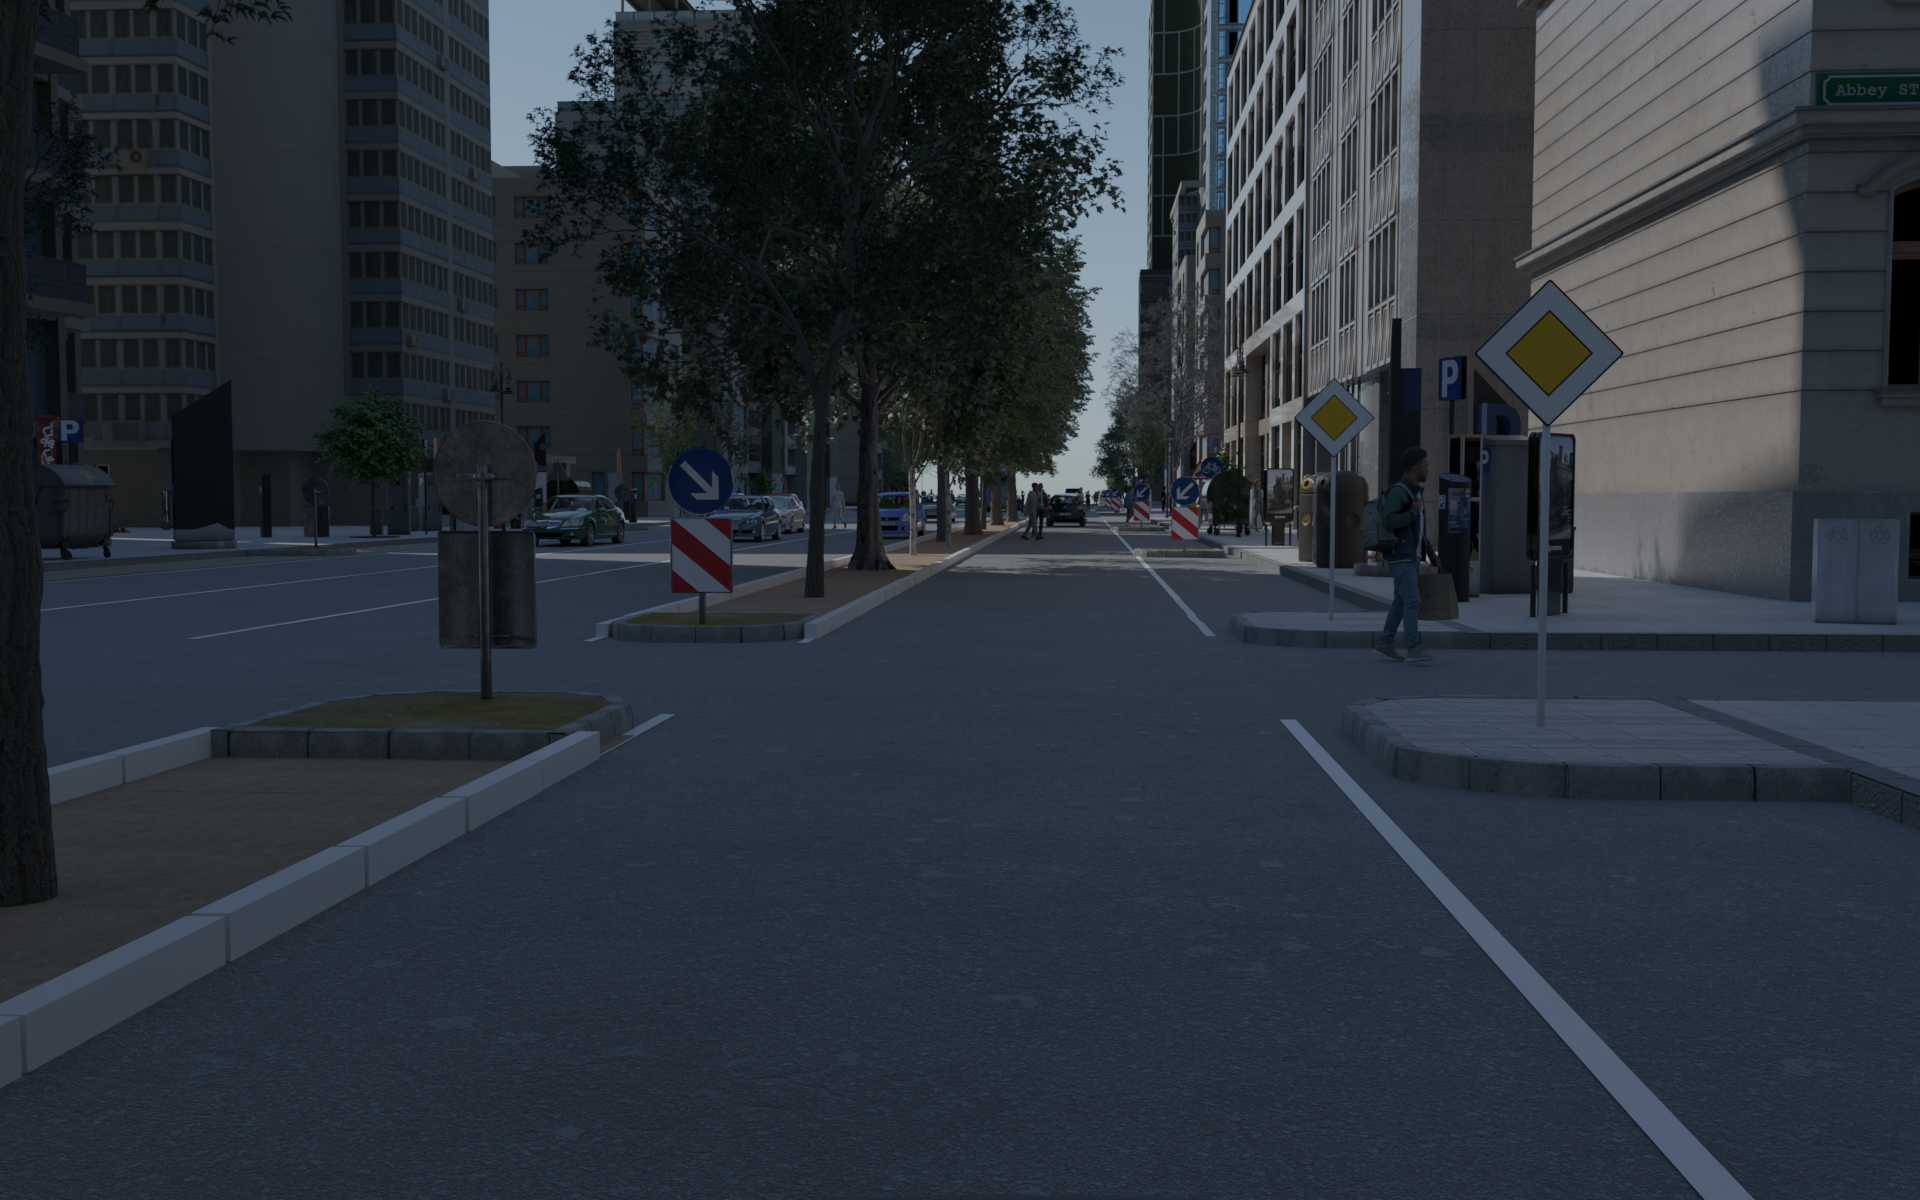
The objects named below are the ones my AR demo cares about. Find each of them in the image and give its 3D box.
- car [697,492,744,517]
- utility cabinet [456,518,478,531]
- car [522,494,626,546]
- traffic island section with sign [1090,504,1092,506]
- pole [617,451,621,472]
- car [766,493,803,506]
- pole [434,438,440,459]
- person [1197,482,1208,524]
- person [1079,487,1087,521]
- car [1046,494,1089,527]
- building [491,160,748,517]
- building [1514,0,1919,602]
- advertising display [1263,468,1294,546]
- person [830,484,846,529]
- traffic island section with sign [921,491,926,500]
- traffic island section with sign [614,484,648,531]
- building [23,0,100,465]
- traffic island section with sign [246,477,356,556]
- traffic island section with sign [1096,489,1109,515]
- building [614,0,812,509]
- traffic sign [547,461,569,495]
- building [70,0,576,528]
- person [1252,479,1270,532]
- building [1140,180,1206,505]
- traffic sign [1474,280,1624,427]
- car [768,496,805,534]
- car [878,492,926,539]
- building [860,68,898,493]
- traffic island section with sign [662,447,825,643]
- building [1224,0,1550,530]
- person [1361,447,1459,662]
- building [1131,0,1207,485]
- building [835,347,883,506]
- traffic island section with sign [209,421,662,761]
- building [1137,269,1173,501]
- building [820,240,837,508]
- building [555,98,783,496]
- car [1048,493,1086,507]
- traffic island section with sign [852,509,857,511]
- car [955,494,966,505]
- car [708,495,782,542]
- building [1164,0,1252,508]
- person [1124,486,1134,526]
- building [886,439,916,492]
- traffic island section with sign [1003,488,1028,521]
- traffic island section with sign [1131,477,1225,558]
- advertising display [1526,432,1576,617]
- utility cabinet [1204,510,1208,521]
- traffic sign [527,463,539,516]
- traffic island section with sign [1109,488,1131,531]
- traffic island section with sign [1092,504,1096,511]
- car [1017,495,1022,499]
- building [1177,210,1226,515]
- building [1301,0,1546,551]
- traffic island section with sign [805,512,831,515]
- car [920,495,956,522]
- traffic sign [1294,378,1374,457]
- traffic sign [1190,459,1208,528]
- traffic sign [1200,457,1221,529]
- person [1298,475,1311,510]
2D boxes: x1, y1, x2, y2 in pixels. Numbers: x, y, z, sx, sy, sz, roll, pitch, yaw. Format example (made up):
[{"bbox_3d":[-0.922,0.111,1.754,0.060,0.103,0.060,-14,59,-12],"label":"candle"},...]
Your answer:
[{"bbox_3d":[-9.186,-3.563,67.841,1.945,1.707,3.694,0,4,4],"label":"car"},{"bbox_3d":[-16.105,-2.784,56.685,0.306,1.237,1.020,1,4,14],"label":"utility cabinet"},{"bbox_3d":[-10.853,-2.273,48.958,2.131,1.459,4.920,0,4,6],"label":"car"},{"bbox_3d":[16.035,-11.637,198.886,1.989,1.847,2.006,0,4,4],"label":"traffic island section with sign"},{"bbox_3d":[-16.305,-5.448,82.920,0.158,3.312,0.155,0,3,0],"label":"pole"},{"bbox_3d":[-8.866,-4.656,85.166,2.155,1.783,4.494,0,4,5],"label":"car"},{"bbox_3d":[-18.987,-4.226,62.942,0.158,3.312,0.155,0,3,0],"label":"pole"},{"bbox_3d":[10.489,-4.178,74.451,0.778,1.811,0.616,-3,5,-43],"label":"person"},{"bbox_3d":[6.010,-4.688,85.503,0.624,1.780,0.694,0,4,5],"label":"person"},{"bbox_3d":[4.759,-4.139,77.460,2.009,1.686,4.222,0,4,5],"label":"car"},{"bbox_3d":[-29.917,-16.187,109.696,27.650,21.520,28.899,0,4,4],"label":"building"},{"bbox_3d":[21.387,-14.541,25.140,23.554,28.519,14.401,0,4,4],"label":"building"},{"bbox_3d":[7.896,-2.307,42.935,0.974,1.923,0.123,-3,4,-36],"label":"advertising display"},{"bbox_3d":[-4.935,-3.791,70.358,0.514,1.842,0.818,-3,5,-42],"label":"person"},{"bbox_3d":[-4.184,-11.774,201.130,1.989,1.847,2.006,0,4,4],"label":"traffic island section with sign"},{"bbox_3d":[-13.385,-3.646,68.233,1.989,1.847,2.006,0,4,4],"label":"traffic island section with sign"},{"bbox_3d":[-33.162,-23.317,35.856,22.147,44.769,28.867,0,4,4],"label":"building"},{"bbox_3d":[-15.296,-1.951,40.526,1.989,1.847,2.006,0,4,4],"label":"traffic island section with sign"},{"bbox_3d":[10.305,-6.576,116.137,1.989,1.847,2.006,0,4,4],"label":"traffic island section with sign"},{"bbox_3d":[-20.071,-28.161,144.033,14.154,41.232,14.086,0,4,4],"label":"building"},{"bbox_3d":[-15.546,-4.101,67.049,0.884,2.594,0.081,0,4,6],"label":"traffic sign"},{"bbox_3d":[-34.297,-23.435,75.048,32.217,40.220,23.993,0,4,4],"label":"building"},{"bbox_3d":[10.308,-3.241,59.309,0.573,1.790,0.520,2,4,24],"label":"person"},{"bbox_3d":[37.402,-31.182,201.700,32.217,40.220,23.993,0,4,4],"label":"building"},{"bbox_3d":[3.227,-0.446,9.484,0.795,2.593,0.064,0,4,4],"label":"traffic sign"},{"bbox_3d":[-6.857,-3.148,63.824,2.083,1.381,4.827,0,4,4],"label":"car"},{"bbox_3d":[-2.126,-2.870,56.516,1.945,1.707,3.694,0,4,6],"label":"car"},{"bbox_3d":[-21.782,-38.370,216.581,28.713,52.752,27.495,0,4,4],"label":"building"},{"bbox_3d":[-2.493,-0.580,17.626,2.006,1.907,1.989,0,4,4],"label":"traffic island section with sign"},{"bbox_3d":[22.462,-16.486,74.064,19.350,26.468,34.151,0,4,4],"label":"building"},{"bbox_3d":[3.818,-0.377,14.646,0.794,1.824,0.713,-3,5,-41],"label":"person"},{"bbox_3d":[34.212,-48.964,238.812,20.563,71.187,20.611,0,4,4],"label":"building"},{"bbox_3d":[-20.421,-34.762,192.056,21.300,48.544,21.600,0,4,4],"label":"building"},{"bbox_3d":[-3.014,-0.128,10.237,2.006,1.907,1.989,0,4,4],"label":"traffic island section with sign"},{"bbox_3d":[29.799,-27.560,222.301,14.160,30.474,14.107,0,4,4],"label":"building"},{"bbox_3d":[-19.284,-23.701,159.207,14.160,30.474,14.107,0,4,4],"label":"building"},{"bbox_3d":[-21.547,-21.936,130.359,14.160,30.474,14.107,0,4,4],"label":"building"},{"bbox_3d":[5.548,-4.936,89.494,1.959,1.807,4.718,0,4,2],"label":"car"},{"bbox_3d":[-8.026,-8.382,145.672,1.989,1.847,2.006,0,4,4],"label":"traffic island section with sign"},{"bbox_3d":[0.412,-12.782,220.782,2.131,1.459,4.920,0,4,2],"label":"car"},{"bbox_3d":[-6.602,-2.513,53.089,2.014,1.417,4.499,0,4,5],"label":"car"},{"bbox_3d":[29.617,-51.028,146.977,22.319,86.520,31.000,0,4,4],"label":"building"},{"bbox_3d":[7.388,-4.097,75.837,0.444,1.785,0.601,-1,4,-13],"label":"person"},{"bbox_3d":[-13.691,-33.858,237.176,14.154,41.232,14.086,0,4,4],"label":"building"},{"bbox_3d":[2.688,-5.165,92.586,2.006,1.907,1.989,0,4,4],"label":"traffic island section with sign"},{"bbox_3d":[5.025,-1.912,39.895,1.989,1.847,2.006,0,4,4],"label":"traffic island section with sign"},{"bbox_3d":[6.241,-0.800,18.297,0.123,1.923,0.974,3,5,41],"label":"advertising display"},{"bbox_3d":[12.125,-4.377,82.725,1.020,1.237,0.306,-3,5,-39],"label":"utility cabinet"},{"bbox_3d":[-15.500,-3.798,62.201,0.768,2.556,0.104,1,4,10],"label":"traffic sign"},{"bbox_3d":[6.918,-3.588,67.291,1.989,1.847,2.006,0,4,4],"label":"traffic island section with sign"},{"bbox_3d":[12.232,-8.280,144.010,1.989,1.847,2.006,0,4,4],"label":"traffic island section with sign"},{"bbox_3d":[5.593,-10.360,181.749,2.083,1.381,4.827,0,4,3],"label":"car"},{"bbox_3d":[29.687,-16.756,118.992,27.650,21.520,28.899,0,4,4],"label":"building"},{"bbox_3d":[16.801,-14.032,47.450,12.078,24.808,19.932,0,4,4],"label":"building"},{"bbox_3d":[-9.888,-6.726,118.596,1.989,1.847,2.006,0,4,4],"label":"traffic island section with sign"},{"bbox_3d":[-1.223,-4.712,89.037,2.014,1.417,4.499,0,4,6],"label":"car"},{"bbox_3d":[3.779,-0.933,17.450,0.795,2.593,0.064,0,4,4],"label":"traffic sign"},{"bbox_3d":[8.972,-3.959,64.734,0.884,2.594,0.081,1,4,9],"label":"traffic sign"},{"bbox_3d":[8.550,-3.592,58.833,0.768,2.556,0.104,1,4,11],"label":"traffic sign"},{"bbox_3d":[8.856,-2.284,43.807,0.534,1.772,0.576,2,4,28],"label":"person"}]
